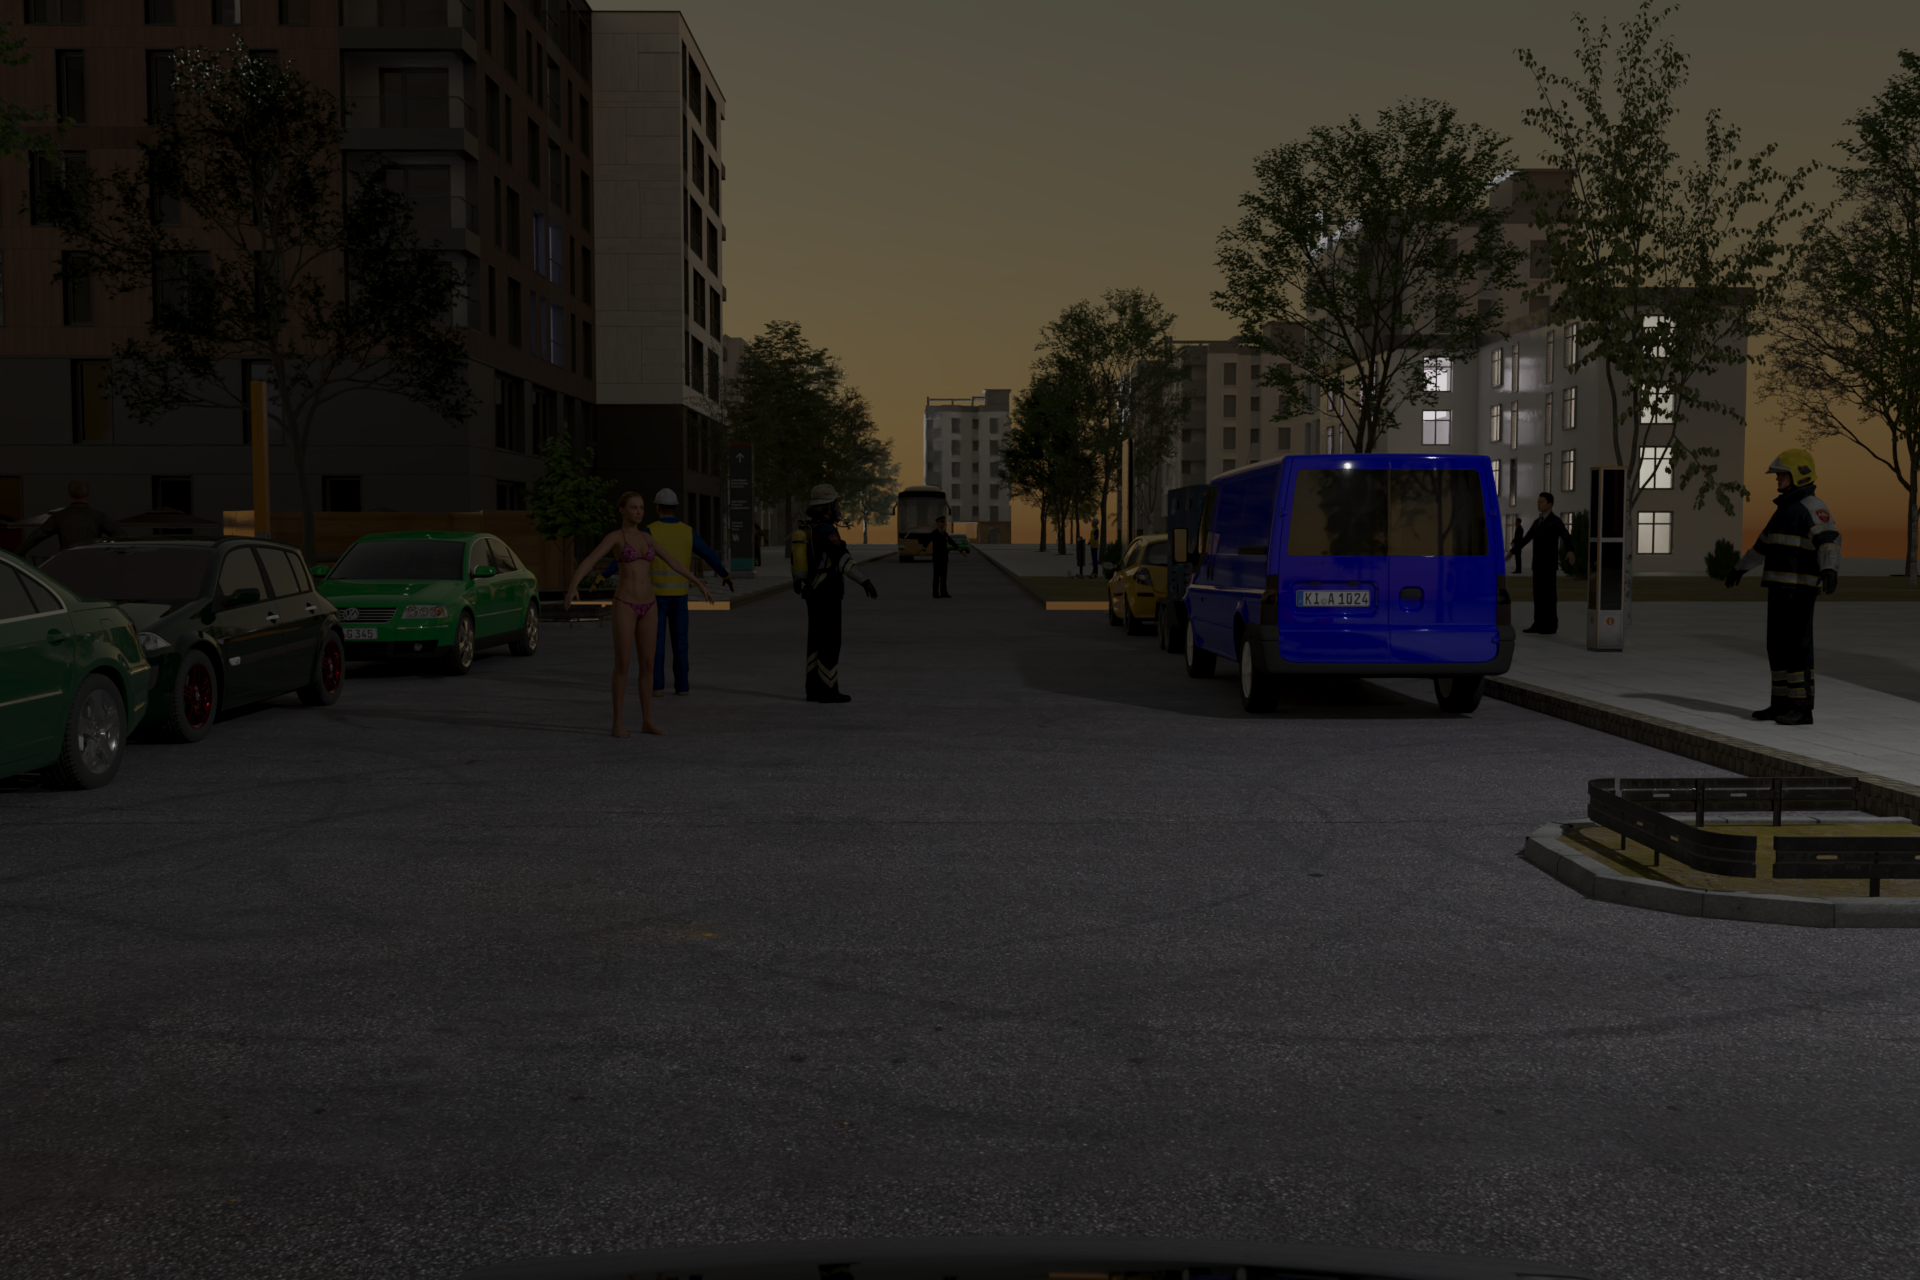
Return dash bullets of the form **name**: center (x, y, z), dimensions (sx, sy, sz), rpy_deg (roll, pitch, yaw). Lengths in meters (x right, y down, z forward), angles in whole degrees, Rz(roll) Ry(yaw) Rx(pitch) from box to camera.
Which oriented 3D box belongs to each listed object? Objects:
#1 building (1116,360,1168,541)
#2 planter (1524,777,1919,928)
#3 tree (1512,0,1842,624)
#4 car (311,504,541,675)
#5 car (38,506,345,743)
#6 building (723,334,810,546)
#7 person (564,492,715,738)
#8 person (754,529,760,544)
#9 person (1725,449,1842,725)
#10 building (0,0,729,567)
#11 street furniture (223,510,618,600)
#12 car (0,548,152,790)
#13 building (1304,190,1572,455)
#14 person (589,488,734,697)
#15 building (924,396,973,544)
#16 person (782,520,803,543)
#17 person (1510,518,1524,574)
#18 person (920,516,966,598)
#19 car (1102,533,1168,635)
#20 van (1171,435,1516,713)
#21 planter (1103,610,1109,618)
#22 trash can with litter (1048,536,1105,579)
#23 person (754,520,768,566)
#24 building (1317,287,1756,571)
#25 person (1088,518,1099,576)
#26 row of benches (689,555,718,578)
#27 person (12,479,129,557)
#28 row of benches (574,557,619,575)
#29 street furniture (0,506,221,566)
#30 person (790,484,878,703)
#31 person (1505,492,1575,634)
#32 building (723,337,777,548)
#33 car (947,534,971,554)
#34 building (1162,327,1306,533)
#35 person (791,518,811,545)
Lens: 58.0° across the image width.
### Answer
- **building**: center (26.453, -19.467, 184.735), dimensions (16.747, 18.905, 31.486), rpy_deg (0, 4, 0)
- **planter**: center (3.494, 0.847, 7.286), dimensions (1.991, 0.319, 1.994), rpy_deg (0, 4, 1)
- **tree**: center (9.525, -4.514, 24.170), dimensions (4.737, 8.622, 4.395), rpy_deg (0, 3, 0)
- **car**: center (-5.887, -0.622, 18.958), dimensions (1.959, 1.807, 4.718), rpy_deg (0, 4, 0)
- **car**: center (-6.081, -0.202, 13.094), dimensions (2.009, 1.686, 4.222), rpy_deg (0, 4, 0)
- **building**: center (-25.790, -22.546, 199.554), dimensions (19.493, 23.208, 18.063), rpy_deg (0, 4, 0)
- **person**: center (-2.271, -0.184, 12.267), dimensions (1.217, 1.733, 0.721), rpy_deg (-3, 5, -43)
- **person**: center (-7.776, -3.548, 64.132), dimensions (0.705, 1.813, 1.348), rpy_deg (2, 4, 29)
- **person**: center (5.620, -0.366, 11.754), dimensions (0.704, 1.858, 1.351), rpy_deg (0, 4, -2)
- **building**: center (-24.829, -13.566, 65.776), dimensions (27.936, 21.610, 32.646), rpy_deg (0, 4, 0)
- **street furniture**: center (-10.494, -1.752, 35.495), dimensions (9.812, 1.723, 11.010), rpy_deg (-3, 5, -40)
- **car**: center (-5.748, 0.208, 8.405), dimensions (2.131, 1.459, 4.920), rpy_deg (0, 4, 0)
- **building**: center (25.616, -15.012, 101.873), dimensions (16.016, 20.090, 11.380), rpy_deg (0, 4, 0)
- **person**: center (-2.607, -0.424, 15.364), dimensions (1.349, 1.833, 0.705), rpy_deg (-2, 4, -30)
- **building**: center (-4.509, -22.704, 230.083), dimensions (11.380, 20.090, 16.016), rpy_deg (0, 4, 2)
- **person**: center (-5.911, -3.527, 63.861), dimensions (1.347, 1.806, 0.705), rpy_deg (1, 4, 12)
- **person**: center (18.125, -3.064, 56.318), dimensions (0.704, 1.802, 1.346), rpy_deg (2, 4, 28)
- **person**: center (-0.420, -1.867, 38.911), dimensions (1.347, 1.837, 0.705), rpy_deg (-3, 5, -42)
- **car**: center (3.186, -0.959, 25.903), dimensions (2.015, 1.641, 3.980), rpy_deg (0, 4, 0)
- **van**: center (3.214, -0.682, 15.537), dimensions (2.240, 2.365, 5.245), rpy_deg (0, 4, -1)
- **planter**: center (3.506, -0.551, 30.145), dimensions (1.991, 0.319, 1.994), rpy_deg (0, 4, 1)
- **trash can with litter**: center (3.420, -2.383, 50.012), dimensions (1.678, 1.210, 2.233), rpy_deg (0, 4, 0)
- **person**: center (-8.126, -3.870, 69.038), dimensions (1.354, 1.858, 0.705), rpy_deg (2, 4, 35)
- **building**: center (22.442, -8.005, 73.030), dimensions (9.099, 9.664, 28.070), rpy_deg (0, 3, 0)
- **person**: center (4.066, -2.864, 53.290), dimensions (0.721, 1.772, 1.216), rpy_deg (0, 4, -3)
- **row of benches**: center (-8.158, -2.121, 50.134), dimensions (1.422, 0.672, 4.104), rpy_deg (1, 4, 16)
- **person**: center (-8.432, -0.639, 16.624), dimensions (1.348, 1.807, 0.705), rpy_deg (-2, 4, -23)
- **row of benches**: center (-10.668, -1.890, 46.357), dimensions (4.104, 0.672, 1.422), rpy_deg (-1, 4, -9)
- **street furniture**: center (-32.312, -2.052, 38.575), dimensions (27.439, 1.986, 14.083), rpy_deg (0, 4, 2)
- **person**: center (-1.138, -0.401, 14.788), dimensions (0.705, 1.856, 1.354), rpy_deg (-2, 4, -33)
- **person**: center (7.510, -0.995, 22.311), dimensions (0.704, 1.823, 1.345), rpy_deg (-1, 4, -19)
- **building**: center (-28.092, -18.663, 171.597), dimensions (16.747, 18.905, 31.486), rpy_deg (0, 4, 0)
- **car**: center (-0.177, -7.327, 128.588), dimensions (1.959, 1.807, 4.718), rpy_deg (0, 4, -1)
- **building**: center (24.559, -18.929, 165.904), dimensions (16.016, 20.090, 11.380), rpy_deg (0, 4, 0)
- **person**: center (-5.236, -3.316, 60.077), dimensions (1.347, 1.847, 0.705), rpy_deg (-3, 4, -36)
